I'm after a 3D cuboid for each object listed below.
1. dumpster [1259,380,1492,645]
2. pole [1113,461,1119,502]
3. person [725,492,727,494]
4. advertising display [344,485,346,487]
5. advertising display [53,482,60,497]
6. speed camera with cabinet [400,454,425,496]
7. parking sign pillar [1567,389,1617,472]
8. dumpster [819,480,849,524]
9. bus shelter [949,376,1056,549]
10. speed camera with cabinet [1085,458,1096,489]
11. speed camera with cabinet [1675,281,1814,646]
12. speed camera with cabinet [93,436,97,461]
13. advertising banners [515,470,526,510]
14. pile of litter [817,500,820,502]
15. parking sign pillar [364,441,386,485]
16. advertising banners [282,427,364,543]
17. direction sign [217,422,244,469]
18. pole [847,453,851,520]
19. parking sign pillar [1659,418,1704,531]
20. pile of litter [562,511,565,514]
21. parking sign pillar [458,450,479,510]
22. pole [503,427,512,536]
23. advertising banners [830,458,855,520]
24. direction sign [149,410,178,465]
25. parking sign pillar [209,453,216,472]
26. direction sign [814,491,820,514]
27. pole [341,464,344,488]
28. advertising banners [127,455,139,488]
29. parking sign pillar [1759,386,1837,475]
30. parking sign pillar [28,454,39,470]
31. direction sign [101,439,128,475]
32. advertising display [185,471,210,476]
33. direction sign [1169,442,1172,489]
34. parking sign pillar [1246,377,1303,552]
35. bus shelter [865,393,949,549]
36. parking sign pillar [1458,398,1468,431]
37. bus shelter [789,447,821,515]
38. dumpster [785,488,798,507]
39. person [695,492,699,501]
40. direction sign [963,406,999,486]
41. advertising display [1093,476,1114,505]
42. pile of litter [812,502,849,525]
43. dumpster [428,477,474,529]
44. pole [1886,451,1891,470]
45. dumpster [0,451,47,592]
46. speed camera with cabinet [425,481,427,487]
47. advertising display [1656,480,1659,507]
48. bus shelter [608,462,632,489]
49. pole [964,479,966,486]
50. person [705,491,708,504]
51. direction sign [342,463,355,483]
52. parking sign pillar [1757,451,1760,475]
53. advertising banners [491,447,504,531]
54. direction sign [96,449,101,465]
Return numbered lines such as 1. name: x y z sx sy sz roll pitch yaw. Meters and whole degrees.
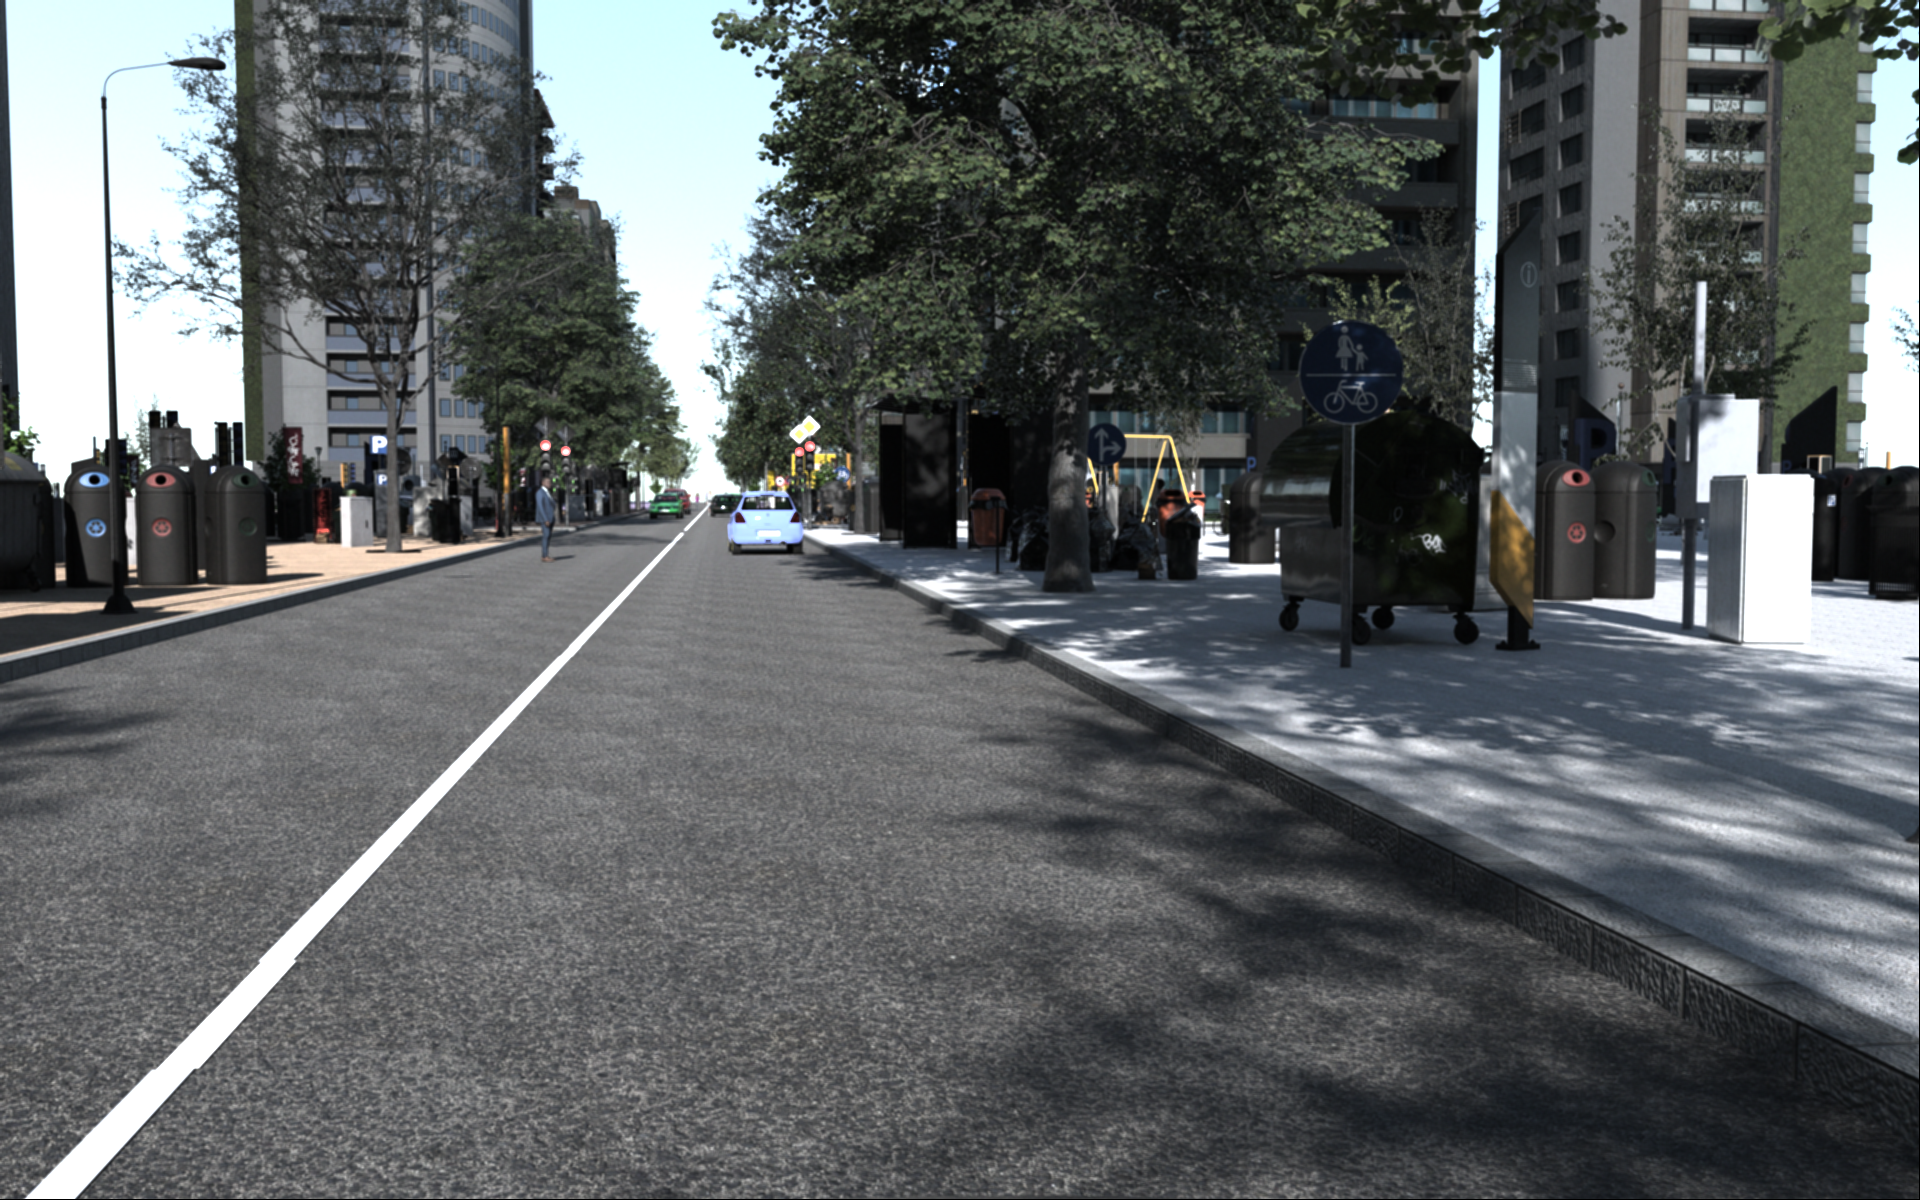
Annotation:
1. dumpster: 3.689 -0.794 15.469 1.502 2.255 1.985 0 4 -8
2. pole: 5.751 -4.283 63.877 0.158 3.312 0.155 0 3 0
3. person: -35.909 -15.669 265.356 0.551 1.740 0.621 3 5 45
4. advertising display: -44.502 -7.308 124.703 0.974 1.923 0.123 2 4 31
5. advertising display: -49.620 -5.499 95.123 0.123 1.923 0.974 -3 5 -41
6. speed camera with cabinet: -27.883 -5.624 86.291 2.038 3.252 0.660 1 4 18
7. parking sign pillar: 16.358 -3.439 44.696 1.447 3.967 1.447 -1 4 -14
8. dumpster: -5.370 -4.205 74.508 1.264 1.857 1.865 0 4 -8
9. bus shelter: 1.091 -2.812 37.267 1.731 3.624 6.357 0 4 -8
10. speed camera with cabinet: 5.151 -5.096 77.651 2.038 3.252 0.660 -1 4 -12
11. speed camera with cabinet: 7.006 -1.296 15.526 0.660 3.252 2.038 0 4 7
12. speed camera with cabinet: -28.917 -3.939 58.734 0.660 3.252 2.038 -3 5 -41
13. advertising banners: -32.529 -7.945 126.091 2.074 3.025 0.090 1 4 9
14. pile of litter: -11.525 -7.643 138.933 1.719 0.858 1.176 -2 4 -28
15. parking sign pillar: -29.703 -6.112 88.403 1.447 3.967 1.447 -1 4 -9
16. advertising banners: -16.623 -2.998 45.210 2.074 3.025 0.090 0 4 -2
17. direction sign: -22.874 -3.815 54.378 0.876 3.537 0.379 1 4 11
18. pole: -5.555 -5.668 86.515 0.158 3.312 0.155 0 3 0
19. parking sign pillar: 25.225 -4.404 60.475 1.447 3.967 1.447 -2 4 -34
20. pile of litter: -24.812 -5.841 109.460 1.176 0.858 1.719 -2 4 -23
21. parking sign pillar: -28.276 -6.775 99.240 1.447 3.967 1.447 3 5 43
22. pole: -13.770 -3.600 52.703 0.158 3.312 0.155 0 3 0
23. advertising banners: -5.706 -5.399 84.455 0.090 3.025 2.074 2 4 33
24. direction sign: -21.594 -3.367 47.053 0.876 3.537 0.379 1 4 11
25. parking sign pillar: -48.147 -7.632 113.249 1.447 3.967 1.447 -3 5 -42
26. direction sign: -10.570 -8.147 125.195 0.876 3.537 0.379 3 5 41
27. pole: -41.711 -7.532 116.985 0.158 3.312 0.155 0 3 0
28. advertising banners: -36.333 -4.990 77.777 2.074 3.025 0.090 0 4 1
29. parking sign pillar: 21.130 -3.345 43.167 1.447 3.967 1.447 -1 4 -17
30. parking sign pillar: -56.778 -7.186 105.962 1.447 3.967 1.447 -3 5 -42
31. direction sign: -34.604 -4.838 71.101 0.876 3.537 0.379 0 4 -1
32. advertising display: -21.592 -2.678 49.001 0.974 1.923 0.123 2 4 24
33. direction sign: 9.097 -5.065 74.803 0.379 3.537 0.876 0 4 0
34. parking sign pillar: 7.115 -3.105 39.246 1.447 3.967 1.447 -2 4 -29
35. bus shelter: -1.247 -3.187 43.388 1.731 3.624 6.357 0 4 -8
36. parking sign pillar: 13.614 -3.608 47.464 1.447 3.967 1.447 1 4 22
37. bus shelter: -10.512 -8.688 119.674 2.179 5.291 8.768 0 4 -8
38. dumpster: -9.626 -5.897 102.180 1.264 1.857 1.865 0 4 -8
39. person: -39.972 -15.572 263.822 1.217 1.735 0.721 0 4 -4
40. direction sign: 0.585 -3.208 44.441 0.876 3.537 0.379 0 4 -1
41. advertising display: 5.187 -3.502 62.464 0.974 1.923 0.123 -3 4 -36
42. pile of litter: -5.457 -3.575 72.412 1.719 0.858 1.176 0 4 4
43. dumpster: -16.450 -3.068 55.926 1.264 1.857 1.865 0 4 -8
44. pole: 44.159 -5.419 82.447 0.158 3.312 0.155 0 3 0
45. dumpster: -12.510 -0.984 21.844 1.264 1.857 1.865 0 4 -8
46. speed camera with cabinet: -36.631 -7.648 119.374 0.660 3.252 2.038 2 4 35
47. advertising display: 31.905 -4.578 80.063 0.974 1.923 0.123 -2 4 -27
48. bus shelter: -25.489 -8.435 129.189 1.731 3.624 6.357 0 4 -8
49. pole: 0.246 -6.318 97.136 0.158 3.312 0.155 0 3 0
50. person: -36.291 -14.704 248.781 0.709 1.838 0.599 -3 5 -42
51. direction sign: -44.647 -8.233 126.599 0.876 3.537 0.379 -2 4 -28
52. parking sign pillar: 36.284 -5.511 78.574 1.447 3.967 1.447 2 4 31
53. advertising banners: -16.202 -3.941 60.616 0.090 3.025 2.074 -2 4 -25
54. direction sign: -42.718 -5.769 86.325 0.379 3.537 0.876 3 5 42
